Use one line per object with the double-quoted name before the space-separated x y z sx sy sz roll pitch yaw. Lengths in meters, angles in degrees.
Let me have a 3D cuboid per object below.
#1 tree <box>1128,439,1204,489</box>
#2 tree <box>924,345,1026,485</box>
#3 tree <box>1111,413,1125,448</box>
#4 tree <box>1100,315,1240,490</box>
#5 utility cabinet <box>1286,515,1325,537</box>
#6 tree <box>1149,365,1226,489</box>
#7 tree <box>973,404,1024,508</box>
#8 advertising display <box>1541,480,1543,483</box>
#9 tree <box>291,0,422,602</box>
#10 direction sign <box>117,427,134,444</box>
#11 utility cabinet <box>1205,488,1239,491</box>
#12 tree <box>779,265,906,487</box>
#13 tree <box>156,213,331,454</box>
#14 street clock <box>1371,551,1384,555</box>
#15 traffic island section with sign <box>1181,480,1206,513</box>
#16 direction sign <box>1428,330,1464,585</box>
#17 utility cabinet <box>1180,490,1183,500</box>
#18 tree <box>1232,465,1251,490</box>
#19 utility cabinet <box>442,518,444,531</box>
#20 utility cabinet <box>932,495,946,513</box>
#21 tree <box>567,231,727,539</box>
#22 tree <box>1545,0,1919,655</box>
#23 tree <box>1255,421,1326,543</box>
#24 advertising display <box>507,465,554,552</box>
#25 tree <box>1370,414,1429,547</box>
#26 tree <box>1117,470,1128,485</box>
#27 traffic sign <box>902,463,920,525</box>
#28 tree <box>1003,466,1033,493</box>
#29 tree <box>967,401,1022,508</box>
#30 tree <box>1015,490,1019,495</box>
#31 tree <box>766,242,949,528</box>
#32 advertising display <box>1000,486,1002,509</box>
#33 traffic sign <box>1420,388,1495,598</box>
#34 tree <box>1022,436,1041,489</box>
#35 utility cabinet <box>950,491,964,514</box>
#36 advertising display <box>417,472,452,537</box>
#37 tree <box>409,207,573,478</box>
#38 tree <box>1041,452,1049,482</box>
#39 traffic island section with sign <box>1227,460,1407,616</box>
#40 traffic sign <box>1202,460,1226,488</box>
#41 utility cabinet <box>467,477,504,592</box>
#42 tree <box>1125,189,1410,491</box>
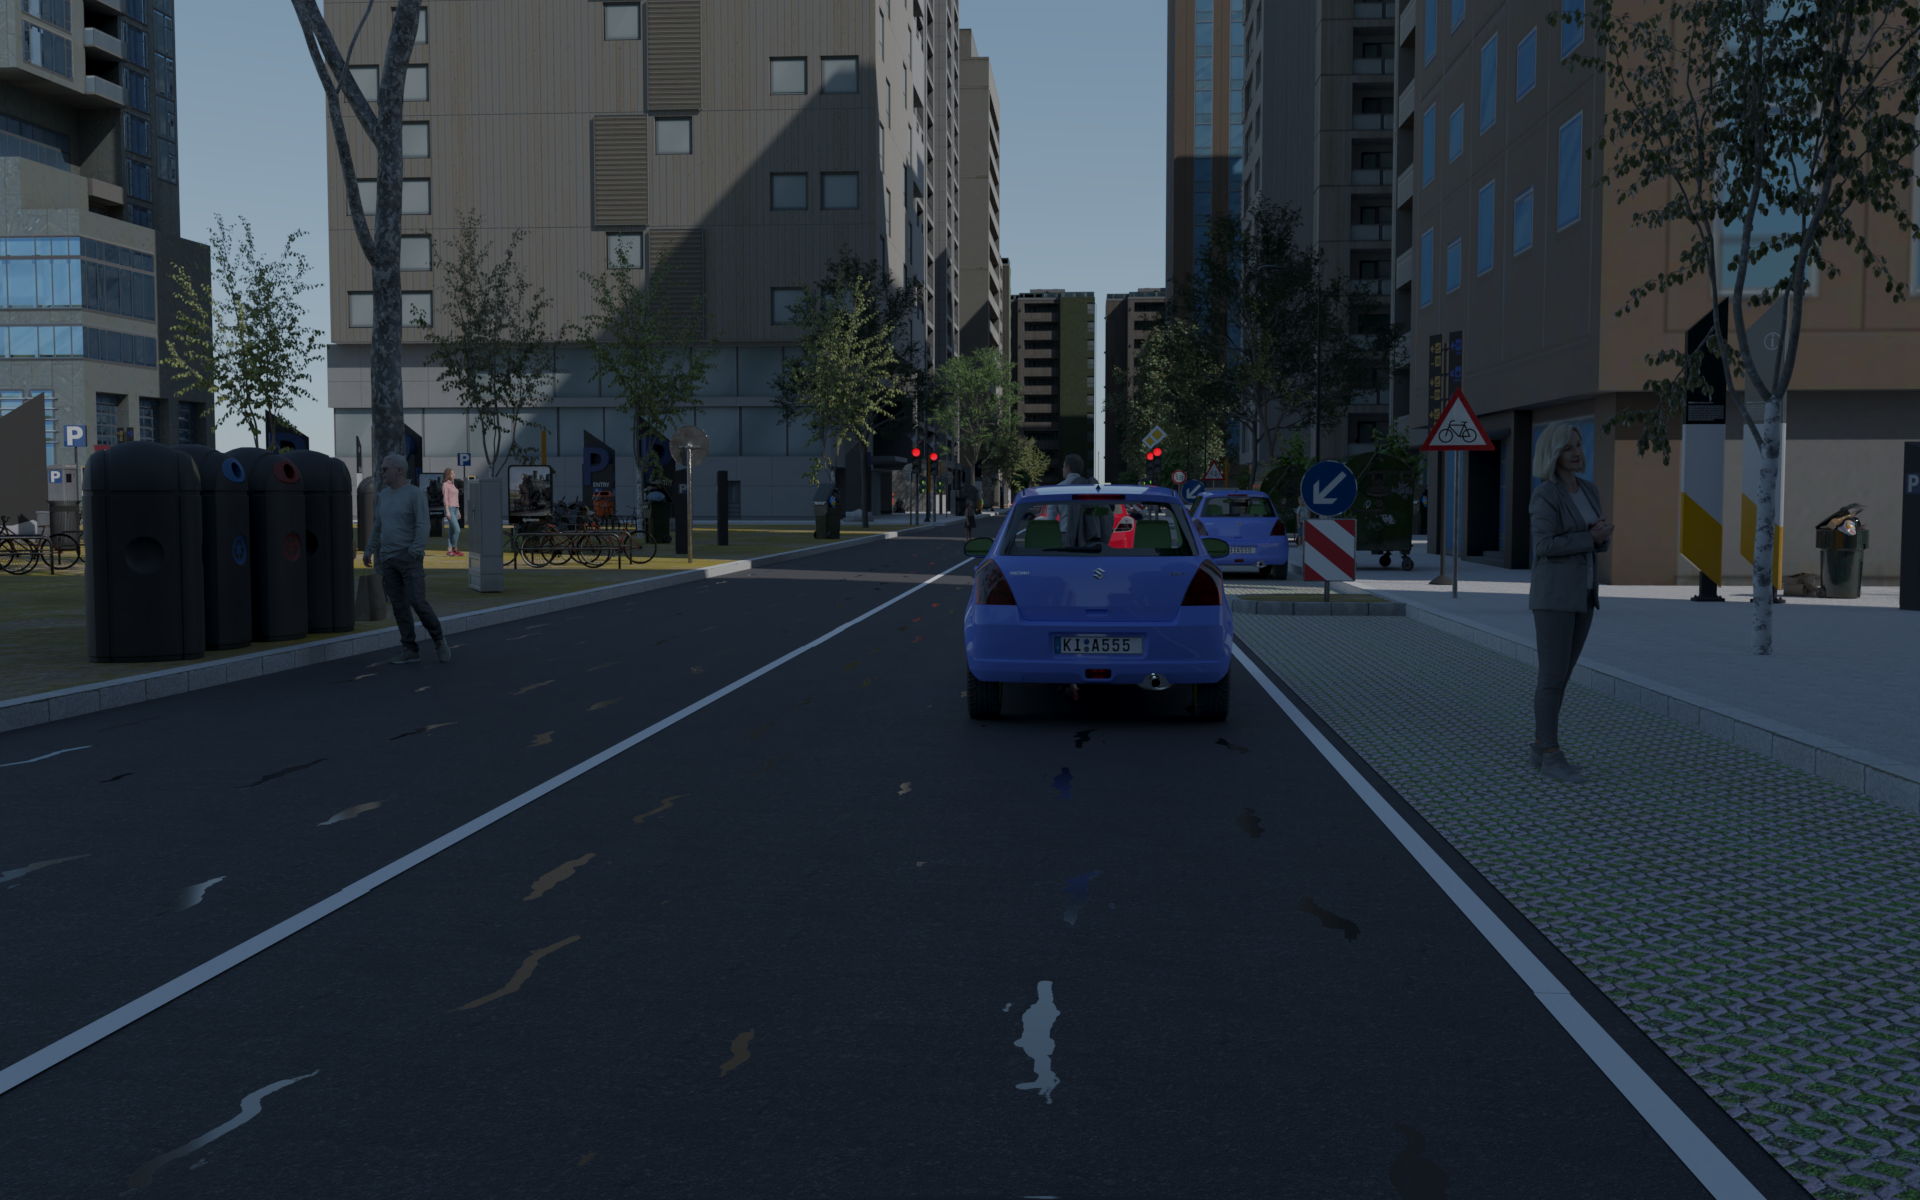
"tree" 12.473 -7.122 100.155 4.285 4.588 4.351 0 3 0
"tree" 1.011 -11.902 120.348 9.928 11.665 9.643 0 3 0
"tree" 14.666 -11.530 122.929 8.767 10.594 7.601 1 4 17
"tree" 13.872 -11.904 111.643 9.611 12.733 9.660 0 3 0
"utility cabinet" 10.046 -2.563 50.589 1.173 1.500 0.318 0 4 7
"tree" 12.297 -8.700 92.612 4.737 8.622 4.395 0 3 0
"tree" 2.658 -11.124 132.234 4.360 8.622 3.978 0 3 0
"advertising display" 6.355 -0.823 18.674 0.123 1.923 0.974 1 4 23
"tree" -7.891 -10.111 21.207 12.611 20.169 13.585 0 3 0
"direction sign" -28.328 -4.091 58.877 0.876 3.537 0.379 2 4 30
"utility cabinet" 9.185 -3.192 60.864 1.173 1.500 0.318 0 4 1
"tree" -4.061 -6.509 56.781 4.737 8.622 4.395 0 3 0
"tree" -18.379 -5.801 45.202 4.737 8.622 4.395 0 3 0
"street clock" 8.851 -1.963 36.665 0.471 2.002 0.358 -3 5 -41
"traffic island section with sign" 6.327 -2.414 48.103 1.989 1.847 2.006 0 4 4
"direction sign" 6.836 -1.984 24.433 0.379 3.537 0.876 -1 4 -15
"utility cabinet" 12.061 -5.384 96.713 1.173 1.500 0.318 -1 4 -16
"tree" 16.275 -6.389 99.056 1.663 3.219 1.824 0 3 0
"utility cabinet" -18.125 -3.063 58.760 1.173 1.500 0.318 -1 4 -21
"utility cabinet" -1.456 -6.546 118.188 1.020 1.237 0.306 -3 5 -41
"tree" -8.962 -6.067 49.566 4.737 8.622 4.395 0 3 0
"tree" 6.592 -3.880 13.796 4.360 8.622 3.978 0 3 0
"tree" 8.943 -3.137 45.889 1.663 3.219 1.824 0 3 0
"advertising display" -9.444 -2.011 38.100 0.974 1.923 0.123 0 4 2
"tree" 10.649 -2.906 42.109 1.663 3.219 1.824 0 3 0
"tree" 21.022 -14.112 214.447 4.285 4.588 4.351 0 3 0
"traffic sign" -2.038 -4.384 71.791 0.768 2.556 0.104 1 4 14
"tree" 6.133 -12.369 185.942 4.285 4.588 4.351 0 3 0
"tree" 2.519 -11.492 138.262 4.737 8.622 4.395 0 3 0
"tree" 6.713 -12.550 199.794 1.663 3.219 1.824 0 3 0
"tree" -3.881 -8.000 65.215 7.601 10.594 8.767 -2 4 -35
"advertising display" 3.406 -8.529 144.662 0.123 1.923 0.974 0 4 -4
"traffic sign" 6.094 -1.300 21.260 0.884 2.594 0.081 1 4 14
"tree" 3.893 -12.389 152.924 4.737 8.622 4.395 0 3 0
"utility cabinet" -0.006 -6.154 109.302 1.173 1.500 0.318 0 4 6
"advertising display" -15.679 -2.846 51.738 0.974 1.923 0.123 -1 4 -22
"tree" -12.048 -5.763 44.590 4.360 8.622 3.978 0 3 0
"tree" 8.982 -16.349 217.673 4.737 8.622 4.395 0 3 0
"traffic island section with sign" 4.304 -0.770 21.223 1.989 1.847 2.006 0 4 4
"traffic sign" 9.722 -4.058 66.357 0.884 2.594 0.081 1 4 11
"utility cabinet" -6.297 -0.871 22.928 0.318 1.500 1.173 -1 4 -23
"tree" 9.571 -7.217 52.409 8.767 10.594 7.601 0 4 7
